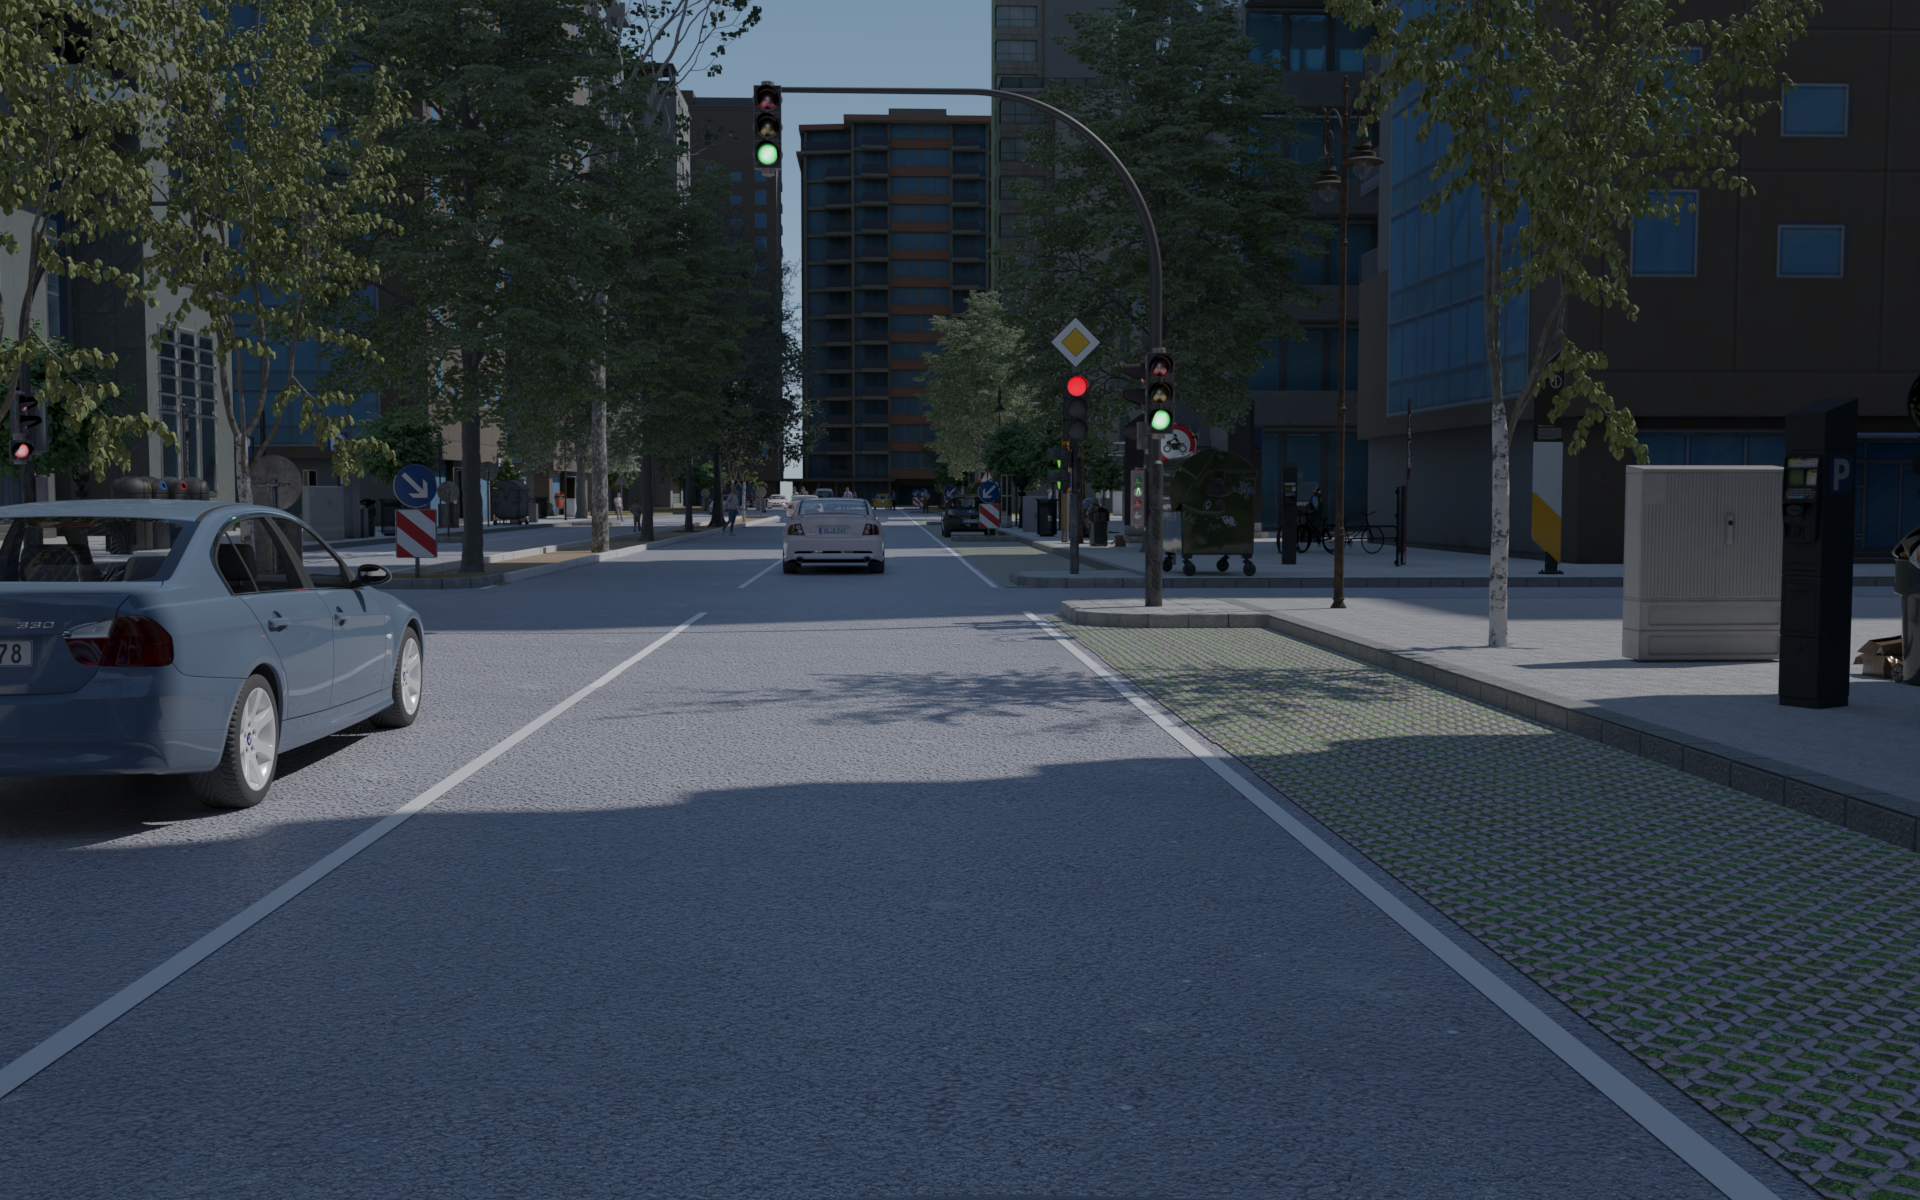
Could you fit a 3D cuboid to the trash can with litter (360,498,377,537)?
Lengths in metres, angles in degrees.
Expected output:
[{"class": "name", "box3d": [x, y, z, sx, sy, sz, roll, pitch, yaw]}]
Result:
[{"class": "trash can with litter", "box3d": [-17.848, -2.466, 51.699, 0.624, 1.170, 1.055, -3, 5, -42]}]

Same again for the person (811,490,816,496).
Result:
[{"class": "person", "box3d": [-12.632, -8.662, 150.134, 1.348, 1.824, 0.705, 2, 4, 34]}]

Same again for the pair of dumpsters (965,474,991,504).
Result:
[{"class": "pair of dumpsters", "box3d": [1.164, -5.228, 87.967, 1.574, 2.255, 4.437, 0, 4, -3]}]

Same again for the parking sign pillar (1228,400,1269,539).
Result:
[{"class": "parking sign pillar", "box3d": [8.266, -3.782, 50.310, 1.447, 3.967, 1.447, -1, 4, -20]}]

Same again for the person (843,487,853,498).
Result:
[{"class": "person", "box3d": [-6.901, -5.940, 105.481, 0.709, 1.838, 0.599, 1, 4, 21]}]

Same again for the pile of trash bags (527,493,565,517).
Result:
[{"class": "pile of trash bags", "box3d": [-24.075, -5.497, 99.620, 1.912, 1.369, 3.447, 2, 4, 31]}]

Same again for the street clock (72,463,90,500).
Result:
[{"class": "street clock", "box3d": [-20.736, -2.222, 40.897, 0.471, 2.002, 0.358, 3, 5, 42]}]

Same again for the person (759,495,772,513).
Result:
[{"class": "person", "box3d": [-15.135, -7.667, 133.875, 0.705, 1.822, 1.348, 3, 5, 42]}]

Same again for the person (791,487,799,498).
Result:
[{"class": "person", "box3d": [-8.684, -5.062, 91.363, 0.778, 1.811, 0.616, -1, 4, -9]}]

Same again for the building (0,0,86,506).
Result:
[{"class": "building", "box3d": [-33.610, -44.589, 41.702, 22.319, 86.520, 31.000, 0, 4, -3]}]

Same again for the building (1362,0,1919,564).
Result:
[{"class": "building", "box3d": [17.668, -23.672, 37.142, 14.200, 45.320, 14.600, 0, 4, -3]}]

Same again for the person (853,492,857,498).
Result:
[{"class": "person", "box3d": [-10.887, -10.348, 179.163, 0.415, 1.643, 0.593, 1, 4, 13]}]

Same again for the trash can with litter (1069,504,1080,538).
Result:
[{"class": "trash can with litter", "box3d": [3.600, -2.385, 50.388, 0.624, 1.170, 1.055, 3, 5, 44]}]

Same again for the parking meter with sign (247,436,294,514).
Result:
[{"class": "parking meter with sign", "box3d": [-21.153, -3.465, 52.909, 0.543, 3.016, 1.738, 1, 4, 22]}]

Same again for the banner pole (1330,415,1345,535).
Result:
[{"class": "banner pole", "box3d": [11.800, -3.898, 53.753, 0.401, 3.779, 0.863, 0, 4, -6]}]

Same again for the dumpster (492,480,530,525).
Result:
[{"class": "dumpster", "box3d": [-18.569, -4.024, 71.555, 1.264, 1.857, 1.865, 0, 4, -3]}]

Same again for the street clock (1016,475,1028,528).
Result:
[{"class": "street clock", "box3d": [2.312, -3.675, 64.662, 0.358, 2.002, 0.471, 3, 5, 43]}]

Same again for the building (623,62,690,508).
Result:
[{"class": "building", "box3d": [-33.266, -29.555, 166.820, 14.086, 41.232, 14.154, 0, 4, -3]}]

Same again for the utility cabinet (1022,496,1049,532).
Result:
[{"class": "utility cabinet", "box3d": [2.530, -2.879, 58.226, 0.306, 1.237, 1.020, -3, 4, -38]}]

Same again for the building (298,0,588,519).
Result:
[{"class": "building", "box3d": [-31.254, -28.008, 108.038, 14.600, 45.320, 14.200, 0, 4, -3]}]

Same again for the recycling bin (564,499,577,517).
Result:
[{"class": "recycling bin", "box3d": [-21.628, -5.150, 96.755, 0.722, 1.027, 0.722, 2, 4, 24]}]

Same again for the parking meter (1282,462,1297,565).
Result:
[{"class": "parking meter", "box3d": [6.007, -1.582, 31.577, 0.255, 1.863, 0.399, 1, 4, 9]}]

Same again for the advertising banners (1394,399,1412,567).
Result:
[{"class": "advertising banners", "box3d": [8.035, -2.150, 31.336, 0.090, 3.025, 2.074, 1, 4, 21]}]

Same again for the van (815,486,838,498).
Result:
[{"class": "van", "box3d": [-10.513, -7.796, 134.483, 2.013, 2.044, 4.112, 0, 4, -4]}]

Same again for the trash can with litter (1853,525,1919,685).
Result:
[{"class": "trash can with litter", "box3d": [6.508, -0.027, 11.828, 0.624, 1.170, 1.055, 0, 4, -5]}]

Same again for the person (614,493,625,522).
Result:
[{"class": "person", "box3d": [-17.669, -4.818, 89.867, 0.523, 1.515, 0.503, 1, 4, 19]}]

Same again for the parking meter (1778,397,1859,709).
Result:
[{"class": "parking meter", "box3d": [5.167, -0.289, 10.438, 0.399, 1.863, 0.255, -2, 4, -31]}]

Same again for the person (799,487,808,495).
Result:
[{"class": "person", "box3d": [-8.717, -5.460, 97.578, 0.655, 1.846, 0.447, -2, 4, -30]}]

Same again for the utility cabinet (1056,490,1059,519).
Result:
[{"class": "utility cabinet", "box3d": [5.436, -4.807, 87.272, 1.173, 1.500, 0.318, 2, 4, 28]}]

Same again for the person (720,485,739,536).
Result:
[{"class": "person", "box3d": [-7.982, -3.087, 59.640, 0.598, 1.740, 0.731, 1, 4, 12]}]

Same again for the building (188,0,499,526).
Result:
[{"class": "building", "box3d": [-28.125, -25.913, 73.788, 14.600, 45.320, 14.200, 0, 4, -3]}]

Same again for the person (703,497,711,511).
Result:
[{"class": "person", "box3d": [-19.324, -7.526, 132.237, 0.721, 1.739, 1.217, 1, 4, 22]}]

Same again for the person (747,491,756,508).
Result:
[{"class": "person", "box3d": [-20.742, -9.970, 172.220, 1.217, 1.735, 0.721, 2, 4, 29]}]

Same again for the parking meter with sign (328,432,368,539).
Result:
[{"class": "parking meter with sign", "box3d": [-17.530, -3.272, 49.753, 0.543, 3.016, 1.738, 0, 4, 2]}]

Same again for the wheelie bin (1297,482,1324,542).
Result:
[{"class": "wheelie bin", "box3d": [9.252, -2.339, 46.146, 0.693, 1.594, 0.980, -3, 4, -38]}]

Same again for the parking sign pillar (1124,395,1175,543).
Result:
[{"class": "parking sign pillar", "box3d": [5.032, -3.506, 45.803, 1.447, 3.967, 1.447, 1, 4, 17]}]

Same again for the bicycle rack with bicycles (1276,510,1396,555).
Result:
[{"class": "bicycle rack with bicycles", "box3d": [7.945, -1.467, 37.365, 2.925, 0.926, 2.852, -2, 4, -33]}]

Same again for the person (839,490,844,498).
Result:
[{"class": "person", "box3d": [-10.135, -8.541, 148.161, 0.705, 1.821, 1.348, 1, 4, 13]}]

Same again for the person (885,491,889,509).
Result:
[{"class": "person", "box3d": [-6.789, -9.373, 162.671, 0.530, 1.710, 0.541, 0, 4, 8]}]

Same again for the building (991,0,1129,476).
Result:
[{"class": "building", "box3d": [9.371, -27.776, 137.734, 14.154, 41.232, 14.086, 0, 4, -3]}]

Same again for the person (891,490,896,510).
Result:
[{"class": "person", "box3d": [-5.821, -8.766, 151.816, 0.705, 1.826, 1.348, 1, 4, 8]}]

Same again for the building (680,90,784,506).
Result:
[{"class": "building", "box3d": [-27.380, -33.366, 195.643, 14.200, 45.320, 14.600, 0, 4, -3]}]

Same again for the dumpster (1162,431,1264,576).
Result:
[{"class": "dumpster", "box3d": [3.946, -1.543, 27.719, 1.502, 2.255, 1.985, 0, 4, -3]}]

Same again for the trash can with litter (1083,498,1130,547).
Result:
[{"class": "trash can with litter", "box3d": [3.627, -1.893, 42.341, 1.055, 1.170, 0.624, 0, 4, 1]}]

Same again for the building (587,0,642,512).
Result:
[{"class": "building", "box3d": [-36.920, -31.231, 130.242, 23.786, 49.044, 30.456, 0, 4, -3]}]

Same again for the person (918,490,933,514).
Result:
[{"class": "person", "box3d": [-2.516, -7.212, 127.144, 1.217, 1.736, 0.721, 0, 4, 0]}]

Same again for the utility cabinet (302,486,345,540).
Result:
[{"class": "utility cabinet", "box3d": [-17.386, -2.363, 47.322, 0.318, 1.500, 1.173, 2, 4, 28]}]

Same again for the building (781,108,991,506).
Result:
[{"class": "building", "box3d": [-5.618, -33.336, 199.665, 28.867, 44.769, 22.147, 0, 4, -3]}]

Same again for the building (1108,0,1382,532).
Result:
[{"class": "building", "box3d": [18.284, -27.574, 70.436, 23.786, 49.044, 30.456, 0, 4, -3]}]

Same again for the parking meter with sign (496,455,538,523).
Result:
[{"class": "parking meter with sign", "box3d": [-19.779, -4.967, 77.466, 1.738, 3.016, 0.543, 0, 4, 2]}]

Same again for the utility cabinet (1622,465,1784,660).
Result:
[{"class": "utility cabinet", "box3d": [5.731, -0.282, 13.282, 1.173, 1.500, 0.318, 0, 4, -4]}]

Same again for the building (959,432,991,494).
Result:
[{"class": "building", "box3d": [11.767, -51.781, 159.297, 22.319, 86.520, 31.000, 0, 4, -3]}]

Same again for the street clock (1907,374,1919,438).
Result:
[{"class": "street clock", "box3d": [5.325, -0.287, 9.269, 0.471, 2.002, 0.358, 3, 4, 37]}]

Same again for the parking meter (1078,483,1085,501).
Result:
[{"class": "parking meter", "box3d": [5.363, -4.379, 77.301, 0.399, 1.863, 0.255, 3, 5, 43]}]

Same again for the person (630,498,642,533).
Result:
[{"class": "person", "box3d": [-11.530, -2.993, 61.700, 0.475, 1.303, 0.640, 0, 4, 1]}]

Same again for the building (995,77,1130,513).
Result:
[{"class": "building", "box3d": [9.394, -21.544, 123.943, 14.160, 30.474, 14.107, 0, 4, -3]}]
